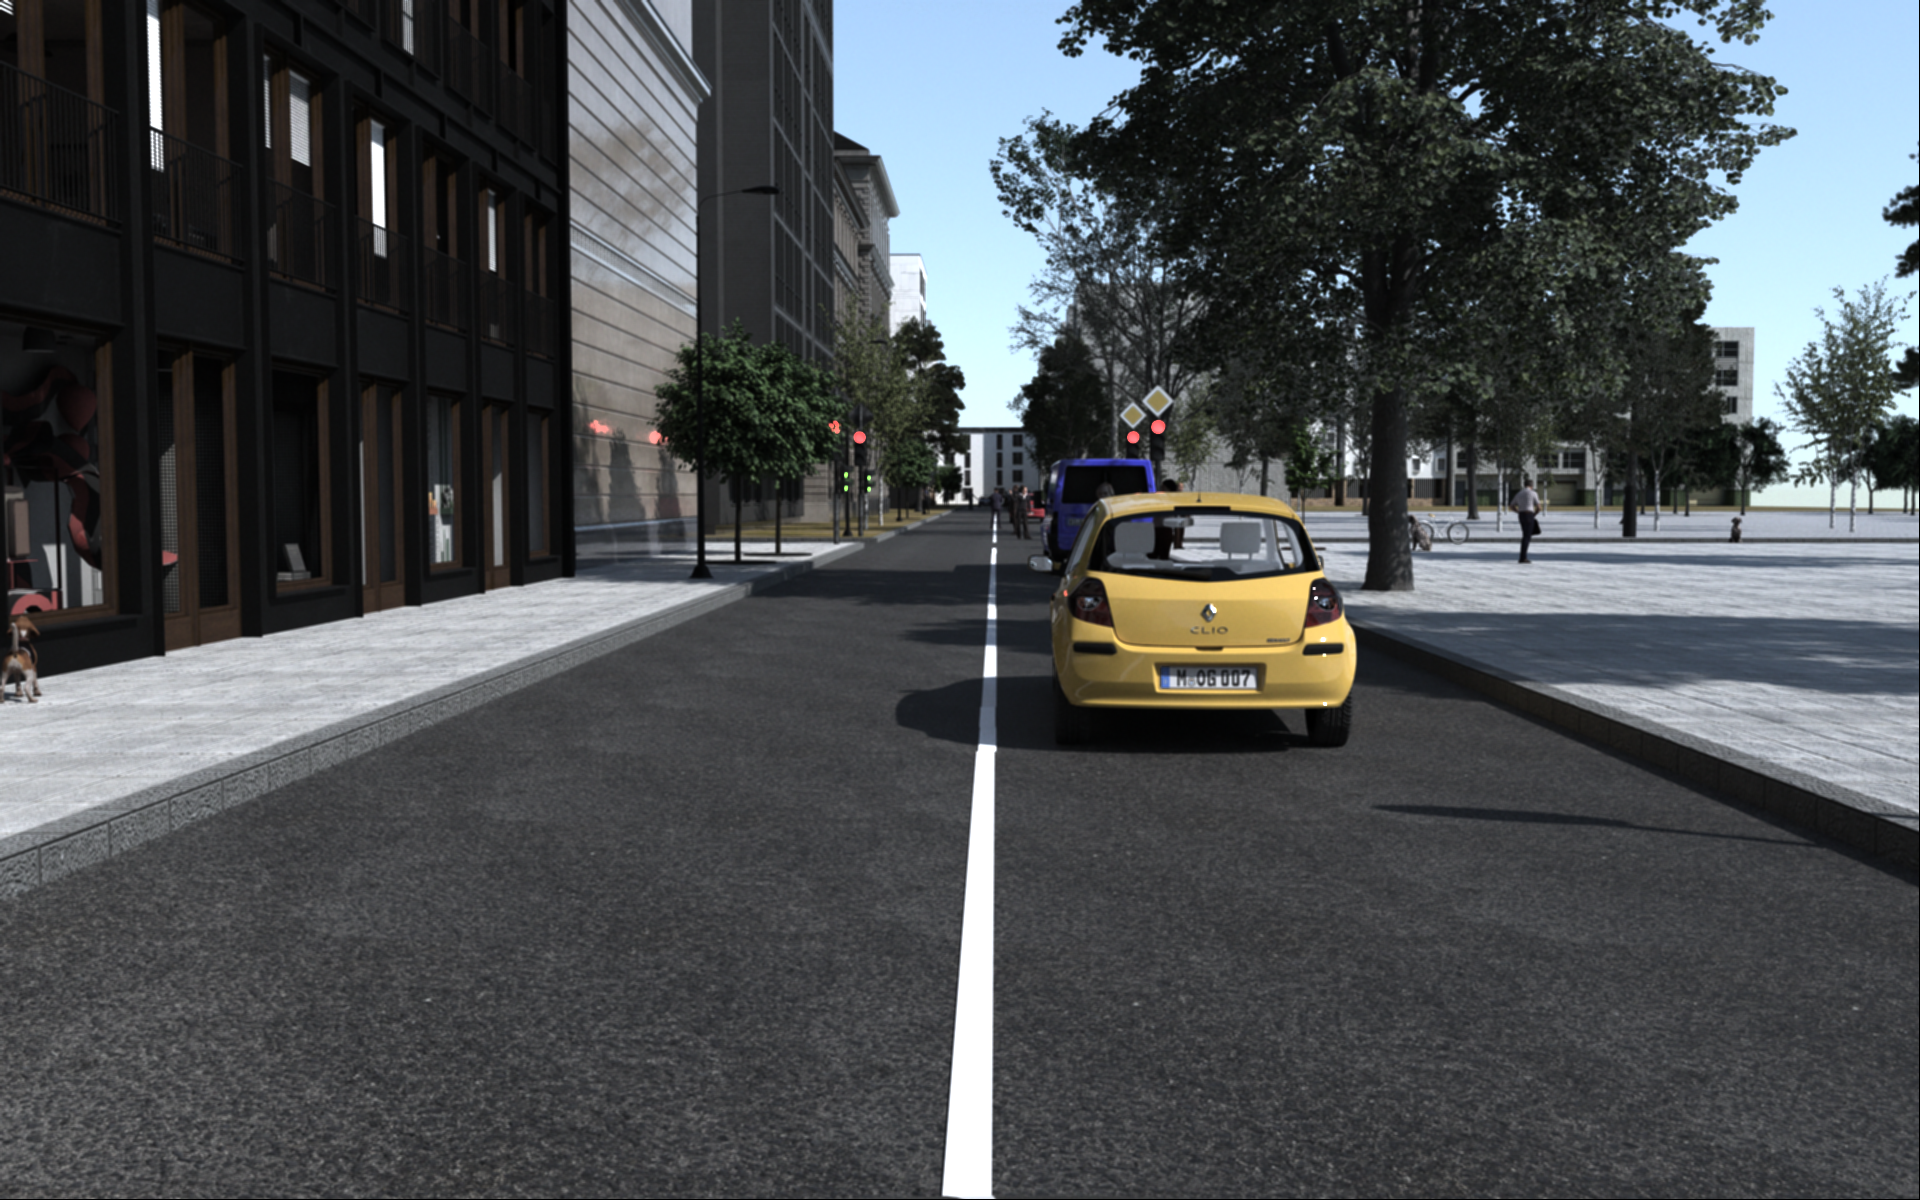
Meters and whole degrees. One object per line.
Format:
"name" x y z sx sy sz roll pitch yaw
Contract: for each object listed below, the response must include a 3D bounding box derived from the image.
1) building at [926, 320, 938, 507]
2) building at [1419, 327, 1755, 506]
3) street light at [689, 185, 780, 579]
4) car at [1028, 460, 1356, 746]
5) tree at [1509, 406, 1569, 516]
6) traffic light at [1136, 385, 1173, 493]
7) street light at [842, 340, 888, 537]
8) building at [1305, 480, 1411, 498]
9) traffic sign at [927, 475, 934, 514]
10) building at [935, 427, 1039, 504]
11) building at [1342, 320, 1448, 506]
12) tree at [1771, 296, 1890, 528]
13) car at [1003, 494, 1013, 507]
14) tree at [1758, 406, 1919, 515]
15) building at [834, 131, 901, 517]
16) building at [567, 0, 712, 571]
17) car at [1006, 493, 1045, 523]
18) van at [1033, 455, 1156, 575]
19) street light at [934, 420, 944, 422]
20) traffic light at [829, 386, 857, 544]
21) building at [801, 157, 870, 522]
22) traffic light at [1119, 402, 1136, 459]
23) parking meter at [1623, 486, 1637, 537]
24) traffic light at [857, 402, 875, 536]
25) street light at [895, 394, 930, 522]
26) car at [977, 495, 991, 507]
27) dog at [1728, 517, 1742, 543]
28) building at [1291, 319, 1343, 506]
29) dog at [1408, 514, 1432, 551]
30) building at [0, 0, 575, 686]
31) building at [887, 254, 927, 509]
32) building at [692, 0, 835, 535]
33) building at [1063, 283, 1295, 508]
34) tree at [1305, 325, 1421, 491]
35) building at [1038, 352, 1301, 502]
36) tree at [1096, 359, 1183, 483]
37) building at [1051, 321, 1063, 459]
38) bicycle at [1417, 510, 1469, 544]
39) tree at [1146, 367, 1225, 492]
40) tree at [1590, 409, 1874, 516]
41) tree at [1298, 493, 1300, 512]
"building" -8.330 -20.656 194.149 11.380 20.091 16.016 0 4 1
"building" 68.286 -19.906 191.914 31.486 18.905 16.747 0 4 1
"street light" -3.407 -3.284 26.242 1.470 5.913 1.316 0 4 1
"car" 1.445 -0.066 11.308 2.015 1.641 3.980 0 4 3
"tree" 33.787 -9.178 100.429 4.737 8.622 4.395 0 3 0
"traffic light" 5.007 -3.361 44.194 0.839 4.213 0.868 0 4 1
"street light" -2.856 -4.873 52.218 1.470 5.913 1.316 0 4 1
"building" 57.350 -21.677 220.879 31.486 18.905 16.747 0 4 1
"traffic sign" -2.009 -6.737 110.251 0.768 2.556 0.104 0 4 6
"building" -3.986 -16.891 218.309 28.070 9.664 9.099 0 4 1
"building" 46.750 -20.574 192.810 11.380 20.091 16.016 0 4 1
"tree" 32.802 -7.013 65.021 4.360 8.622 3.978 0 3 0
"car" 5.822 -11.464 199.432 2.014 1.417 4.499 0 4 3
"tree" 60.847 -9.025 110.460 11.467 7.101 20.602 0 4 5
"building" -9.721 -17.003 106.878 11.050 23.489 19.941 0 4 1
"building" -16.017 -15.223 34.801 20.117 28.700 13.634 0 4 1
"car" 3.349 -4.706 85.976 2.155 1.783 4.494 0 4 2
"van" 2.545 -1.717 32.452 2.240 2.365 5.245 0 4 1
"street light" -1.707 -8.351 109.074 1.470 5.913 1.316 0 4 1
"traffic light" -3.153 -3.370 44.348 0.839 4.213 0.868 0 4 1
"building" -10.474 -13.621 87.329 10.561 19.102 19.286 0 4 1
"traffic light" 5.173 -3.849 52.177 0.839 4.213 0.868 0 4 1
"parking meter" 19.917 -2.635 51.494 0.372 1.533 0.369 0 3 0
"traffic light" -2.986 -3.859 52.331 0.839 4.213 0.868 0 4 1
"street light" -2.293 -6.616 80.710 1.470 5.913 1.316 0 4 1
"car" 2.885 -10.958 191.744 1.945 1.354 3.894 0 4 1
"dog" 20.836 -1.802 46.303 0.800 0.831 0.513 -2 4 -31
"building" 35.069 -20.615 193.468 11.380 20.091 16.016 0 4 1
"dog" 10.426 -1.513 39.109 0.513 0.831 0.800 -1 4 -12
"building" -12.268 -11.537 18.309 12.332 23.373 15.834 0 4 1
"building" -17.374 -18.448 145.604 27.936 21.610 32.646 0 4 1
"building" -12.758 -16.635 65.497 14.314 27.812 24.014 0 4 1
"building" 18.358 -17.559 153.544 16.747 18.905 31.486 0 4 1
"tree" 16.225 -7.115 66.685 4.360 8.622 3.978 0 3 0
"building" 25.853 -21.662 220.627 31.486 18.905 16.747 0 4 1
"tree" 9.329 -8.332 86.585 4.360 8.622 3.978 0 3 0
"building" 19.012 -19.529 185.760 16.747 18.905 31.486 0 4 1
"bicycle" 12.302 -1.911 44.460 1.543 0.972 0.635 0 4 -2
"tree" 12.584 -8.844 94.968 4.737 8.622 4.395 0 3 0
"tree" 44.749 -8.803 106.838 11.467 7.101 20.602 0 4 -2
"tree" 24.600 -10.642 124.352 4.360 8.622 3.978 0 3 0
